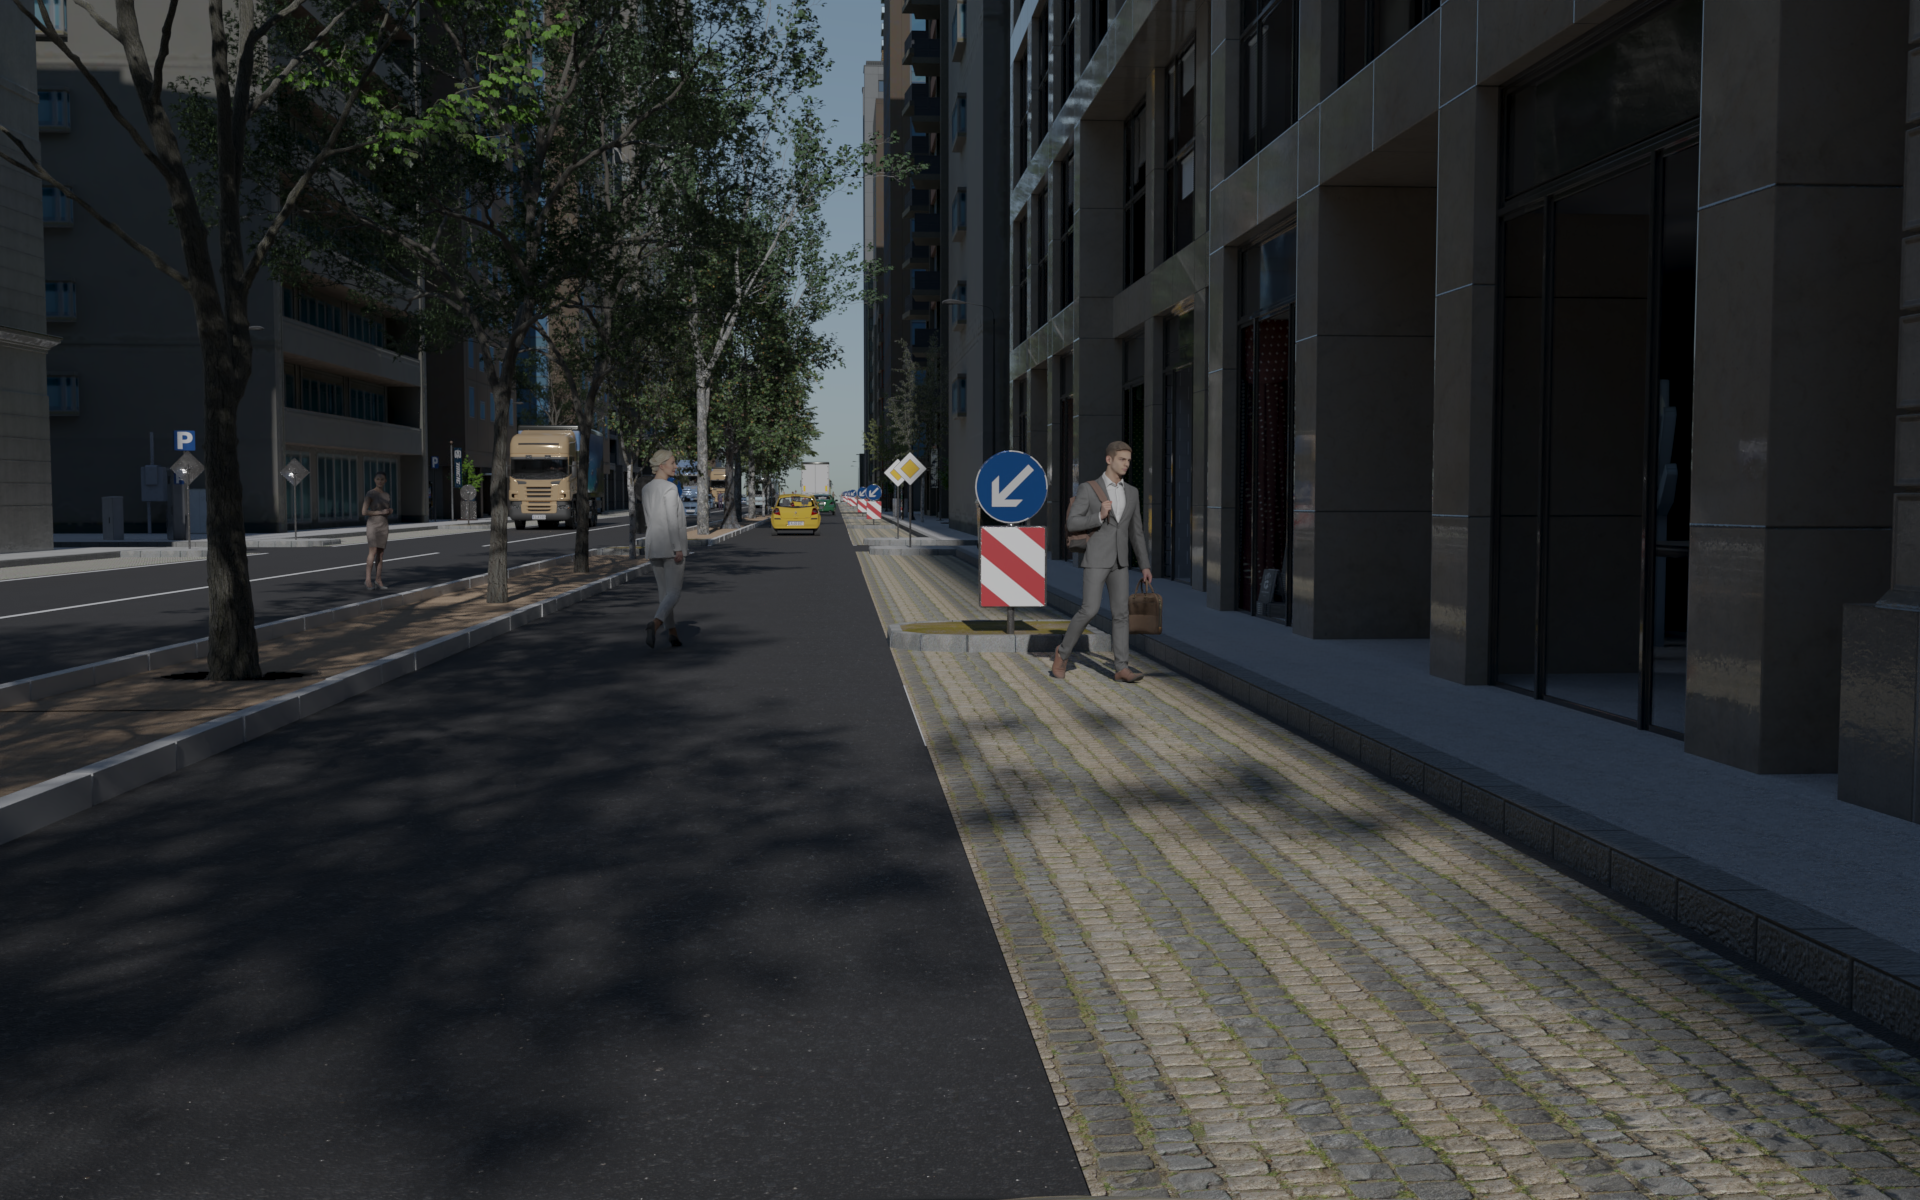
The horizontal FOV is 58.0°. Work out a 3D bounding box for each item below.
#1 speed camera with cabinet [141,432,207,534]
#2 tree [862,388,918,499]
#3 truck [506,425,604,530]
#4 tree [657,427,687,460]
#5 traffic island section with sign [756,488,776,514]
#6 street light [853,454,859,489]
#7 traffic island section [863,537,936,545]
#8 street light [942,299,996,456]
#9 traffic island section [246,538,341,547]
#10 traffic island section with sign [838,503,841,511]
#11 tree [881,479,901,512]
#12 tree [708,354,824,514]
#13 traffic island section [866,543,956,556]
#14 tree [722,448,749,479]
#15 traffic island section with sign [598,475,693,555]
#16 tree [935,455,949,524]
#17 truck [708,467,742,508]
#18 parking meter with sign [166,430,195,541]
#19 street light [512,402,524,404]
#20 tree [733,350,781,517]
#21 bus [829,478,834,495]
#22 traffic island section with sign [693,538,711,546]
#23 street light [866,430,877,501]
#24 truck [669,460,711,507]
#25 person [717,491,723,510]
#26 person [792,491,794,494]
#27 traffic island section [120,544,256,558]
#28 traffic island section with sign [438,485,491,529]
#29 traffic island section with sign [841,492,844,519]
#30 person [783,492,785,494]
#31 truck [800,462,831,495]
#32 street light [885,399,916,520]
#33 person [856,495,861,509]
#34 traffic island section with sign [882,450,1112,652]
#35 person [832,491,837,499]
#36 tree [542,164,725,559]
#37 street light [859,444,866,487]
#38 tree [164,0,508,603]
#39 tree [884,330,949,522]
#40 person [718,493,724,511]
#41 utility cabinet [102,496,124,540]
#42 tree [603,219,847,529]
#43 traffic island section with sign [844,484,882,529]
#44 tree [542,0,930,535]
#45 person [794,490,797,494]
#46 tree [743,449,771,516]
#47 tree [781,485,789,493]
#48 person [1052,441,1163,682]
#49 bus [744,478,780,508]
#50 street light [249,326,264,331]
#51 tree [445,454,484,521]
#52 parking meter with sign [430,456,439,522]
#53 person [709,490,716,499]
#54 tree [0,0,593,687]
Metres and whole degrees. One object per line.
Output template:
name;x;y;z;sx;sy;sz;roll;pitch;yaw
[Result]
speed camera with cabinet;-25.106;-3.744;55.556;2.038;3.252;0.660;0;4;-5
tree;-4.577;-10.331;119.280;4.737;8.622;4.395;0;3;0
truck;-16.902;-5.128;72.759;2.839;4.237;11.283;0;4;-5
tree;-31.744;-17.133;198.256;7.486;12.596;7.792;0;3;0
traffic island section with sign;-13.509;-7.066;123.672;2.006;1.907;1.989;0;4;-4
street light;-11.356;-13.962;200.819;1.470;5.913;1.316;0;4;-4
traffic island section;-1.750;-1.666;49.527;2.009;0.180;2.903;0;4;-4
street light;0.275;-4.220;41.540;1.470;5.913;1.316;0;4;-4
traffic island section;-18.548;-1.592;48.317;2.009;0.180;2.903;0;4;-4
traffic island section with sign;-9.328;-8.604;149.297;1.989;1.847;2.006;0;4;-4
tree;-4.928;-8.123;127.405;1.663;3.219;1.824;0;3;0
tree;-13.334;-12.235;120.624;7.486;12.596;7.792;0;3;0
traffic island section;-1.172;-1.179;41.562;2.009;0.180;2.903;0;4;-4
tree;-37.704;-22.759;282.477;12.009;13.543;11.850;0;3;0
traffic island section with sign;-7.536;-2.031;41.342;2.006;1.907;1.989;0;4;-4
tree;-0.199;-4.913;74.929;1.663;3.219;1.824;0;3;0
truck;-24.390;-11.706;180.302;2.839;4.237;11.283;0;4;-3
parking meter with sign;-21.771;-3.179;48.237;0.543;3.016;1.738;-3;4;-37
street light;-22.733;-7.035;87.567;1.470;5.913;1.316;0;4;-4
tree;-10.235;-7.645;77.820;4.360;8.622;3.978;0;3;0
bus;-19.273;-15.352;242.549;2.896;3.916;12.252;0;4;-3
traffic island section with sign;-8.062;-2.483;48.730;2.006;1.907;1.989;0;4;-4
street light;-5.810;-9.292;124.463;1.470;5.913;1.316;0;4;-4
truck;-22.210;-9.361;142.812;2.967;4.110;18.799;0;4;-6
person;-21.215;-8.801;153.313;0.541;1.710;0.530;-1;4;-21
person;-19.358;-11.640;199.531;0.721;1.743;1.217;3;5;39
traffic island section;-17.970;-1.105;40.353;2.009;0.180;2.903;0;4;-4
traffic island section with sign;-20.201;-3.815;71.002;1.989;1.847;2.006;0;4;-4
traffic island section with sign;-5.661;-5.516;98.821;1.989;1.847;2.006;0;4;-4
person;-19.919;-11.427;196.256;0.530;1.710;0.541;1;4;12
truck;-13.034;-10.232;156.209;2.839;4.237;11.283;0;4;-5
street light;-2.869;-6.868;84.831;1.470;5.913;1.316;0;4;-4
person;-8.950;-8.845;153.667;0.990;1.755;0.434;-2;4;-28
traffic island section with sign;0.310;-0.483;16.520;1.989;1.847;2.006;0;4;-4
person;-19.065;-15.435;260.877;0.705;1.823;1.348;3;5;44
tree;-7.157;-5.182;37.553;4.360;8.622;3.978;0;3;0
street light;-8.452;-11.572;161.738;1.470;5.913;1.316;0;4;-4
tree;-6.059;-5.208;22.020;8.767;10.594;7.601;0;4;-4
tree;-1.670;-7.837;78.501;4.360;8.622;3.978;0;3;0
person;-19.065;-8.100;141.020;1.350;1.814;0.705;0;4;7
utility cabinet;-23.716;-2.282;48.472;0.306;1.237;1.020;-3;5;-41
tree;-9.438;-9.248;70.662;9.611;12.733;9.660;0;3;0
traffic island section with sign;-3.707;-3.872;71.936;1.989;1.847;2.006;0;4;-4
tree;-7.728;-12.293;59.339;12.611;20.169;13.585;0;3;0
person;-17.408;-10.770;184.456;0.599;1.838;0.709;0;4;-1
tree;-12.739;-9.880;114.358;4.737;8.622;4.395;0;3;0
tree;-12.309;-9.513;108.356;4.360;8.622;3.978;0;3;0
person;1.115;-0.290;13.199;0.622;1.834;0.822;-3;4;-37
bus;-20.234;-11.206;178.079;2.948;3.499;13.247;0;4;-2
street light;-19.944;-4.617;48.022;1.470;5.913;1.316;0;4;-4
tree;-23.856;-5.476;84.134;1.663;3.219;1.824;0;3;0
parking meter with sign;-25.069;-5.142;80.336;1.738;3.016;0.543;1;4;18
person;-24.823;-10.071;172.797;0.705;1.869;1.348;2;4;26
tree;-5.722;-5.194;13.141;9.928;11.665;9.643;0;3;0
